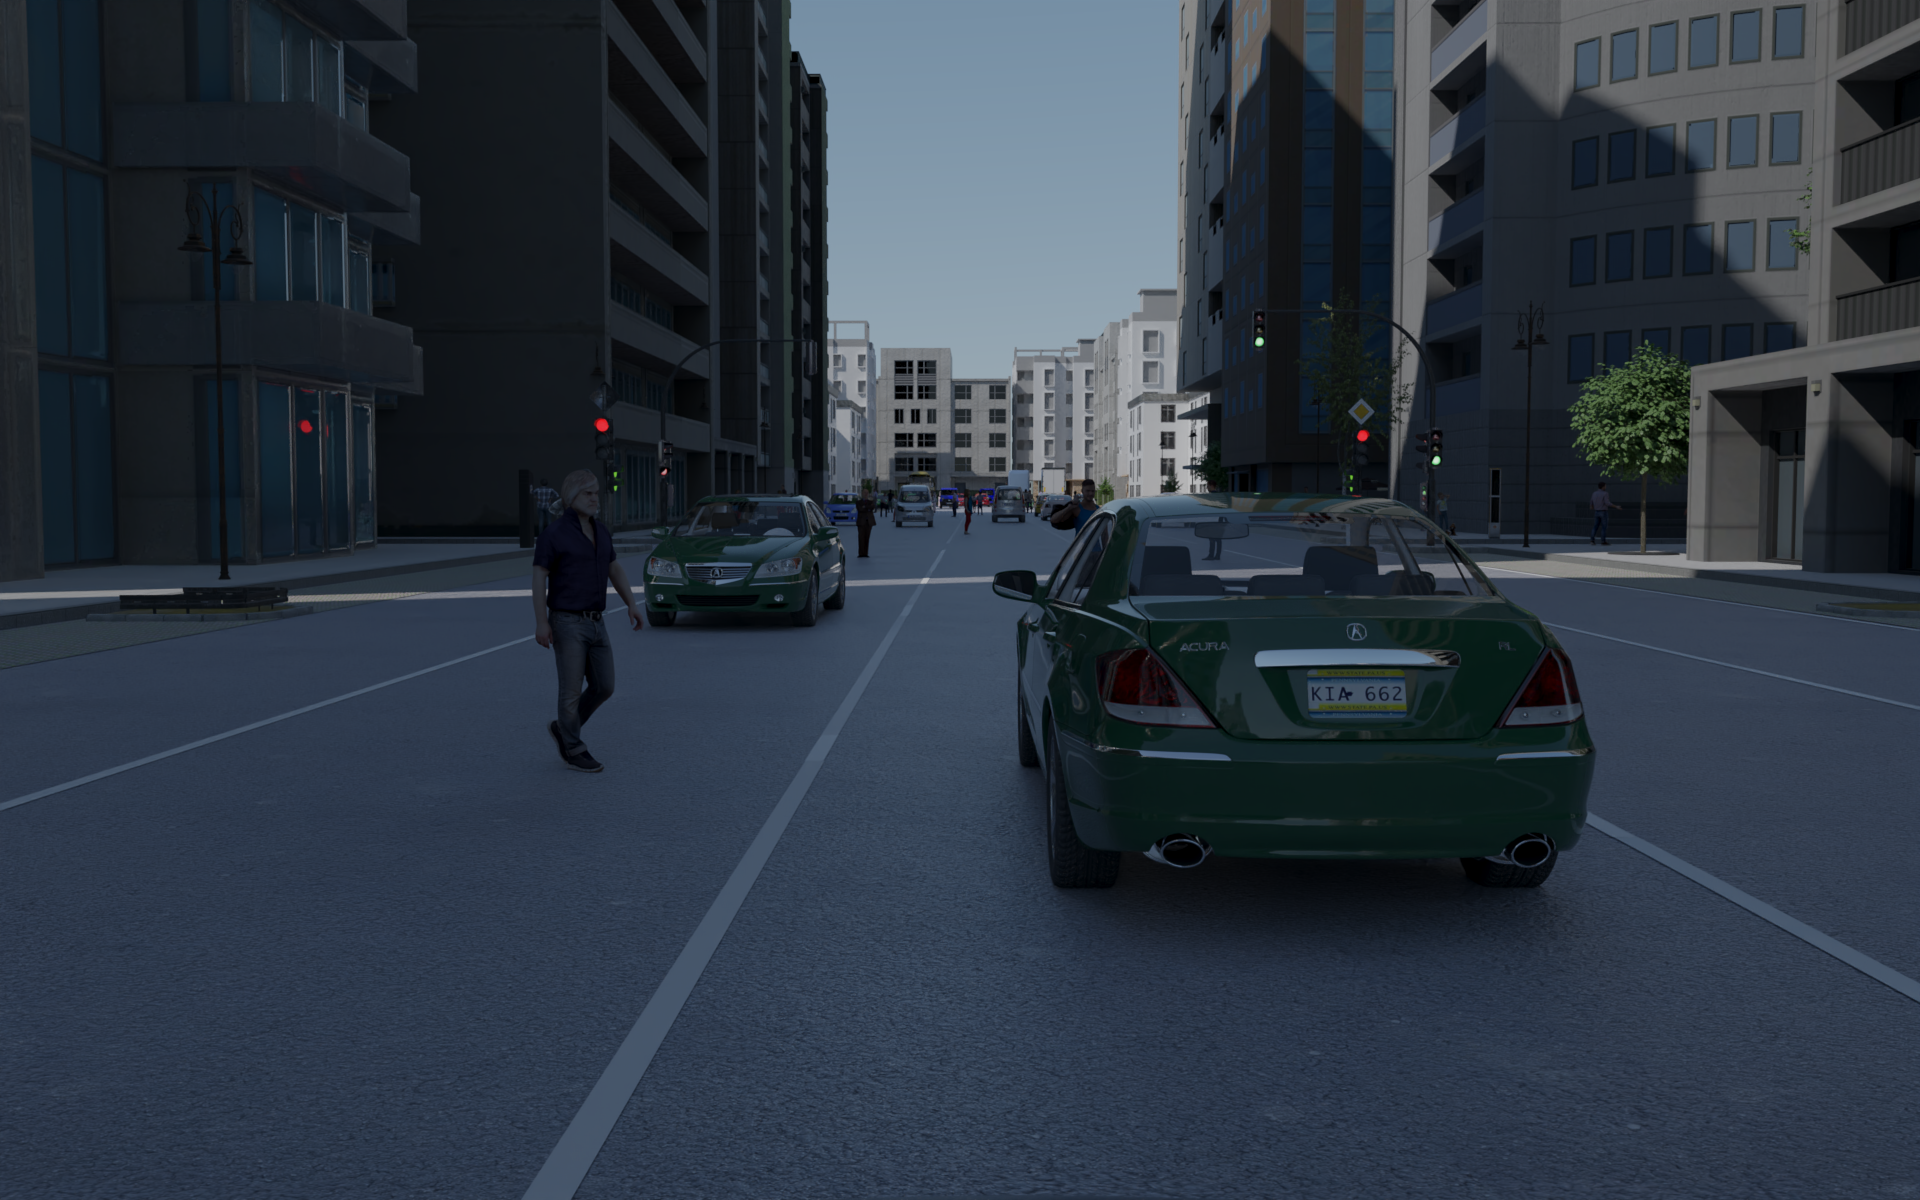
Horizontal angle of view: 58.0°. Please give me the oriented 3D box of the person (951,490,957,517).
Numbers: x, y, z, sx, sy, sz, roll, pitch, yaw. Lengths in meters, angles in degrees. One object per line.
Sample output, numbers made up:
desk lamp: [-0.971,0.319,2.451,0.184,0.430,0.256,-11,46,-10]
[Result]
person: [-0.397,-6.086,108.944,0.436,1.711,0.756,1,4,12]

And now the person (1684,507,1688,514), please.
person: [16.977,-2.059,39.855,0.789,1.805,0.875,0,4,5]

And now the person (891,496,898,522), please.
person: [-3.315,-4.696,89.194,0.340,1.345,0.435,2,4,34]

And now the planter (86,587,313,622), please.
planter: [-8.758,0.052,20.291,1.991,0.319,1.994,0,4,1]

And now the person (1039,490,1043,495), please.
person: [8.029,-10.092,173.371,0.709,1.838,0.599,-2,4,-29]

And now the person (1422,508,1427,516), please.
person: [16.167,-3.081,59.651,0.776,1.435,0.726,2,4,33]

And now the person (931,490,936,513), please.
person: [-2.046,-7.546,132.544,0.551,1.740,0.621,2,4,35]

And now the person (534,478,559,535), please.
person: [-12.084,-2.667,50.368,0.841,1.734,0.376,0,4,-6]

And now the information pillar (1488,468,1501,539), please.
information pillar: [15.374,-2.771,49.801,0.304,2.012,0.304,1,4,10]

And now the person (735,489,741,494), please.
person: [-8.971,-3.637,69.670,0.593,1.614,0.444,0,4,-6]

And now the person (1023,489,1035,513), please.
person: [4.997,-7.481,130.819,1.348,1.824,0.705,2,4,30]

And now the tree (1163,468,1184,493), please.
tree: [15.753,-8.155,127.932,1.663,3.219,1.824,0,3,0]

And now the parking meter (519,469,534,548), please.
parking meter: [-10.320,-2.173,41.235,0.255,1.863,0.399,0,4,4]

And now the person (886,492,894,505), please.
person: [-5.443,-7.703,135.168,1.217,1.743,0.721,-1,4,-9]

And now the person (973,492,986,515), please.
person: [1.367,-6.522,117.088,0.963,1.587,0.435,-1,4,-14]

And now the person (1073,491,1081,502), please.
person: [7.701,-6.370,114.112,0.566,1.644,0.517,-1,4,-22]

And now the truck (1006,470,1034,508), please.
truck: [6.596,-12.201,189.239,2.967,4.110,18.799,0,4,1]

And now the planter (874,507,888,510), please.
planter: [-7.328,-8.060,152.916,1.991,0.319,1.994,0,4,1]

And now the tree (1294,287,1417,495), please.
tree: [14.136,-6.860,62.522,4.737,8.622,4.395,0,3,0]

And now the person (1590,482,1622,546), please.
person: [15.967,-2.146,43.082,0.435,1.587,0.963,-2,4,-35]

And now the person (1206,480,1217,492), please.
person: [5.455,-1.737,37.601,0.504,1.737,0.576,2,4,35]

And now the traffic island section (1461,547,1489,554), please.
traffic island section: [11.668,-1.262,42.917,2.009,0.180,2.903,0,4,1]

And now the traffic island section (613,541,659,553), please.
traffic island section: [-8.832,-1.276,43.141,2.009,0.180,2.903,0,4,1]

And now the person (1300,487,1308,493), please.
person: [14.540,-3.993,73.202,0.647,1.594,0.662,2,4,28]

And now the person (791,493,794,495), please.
person: [-9.854,-5.521,100.218,0.435,1.345,0.340,-3,4,-37]

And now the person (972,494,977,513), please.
person: [1.044,-7.253,130.274,0.628,1.438,0.799,-2,4,-25]

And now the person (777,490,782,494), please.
person: [-8.687,-4.527,84.214,0.444,1.614,0.593,-2,4,-35]

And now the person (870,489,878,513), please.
person: [-6.577,-7.543,131.690,0.599,1.838,0.709,-1,4,-18]

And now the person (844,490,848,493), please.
person: [-9.440,-8.288,143.023,0.415,1.643,0.593,1,4,20]

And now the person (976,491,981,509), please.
person: [1.813,-9.826,169.832,0.721,1.739,1.217,3,5,42]

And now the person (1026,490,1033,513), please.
person: [5.175,-7.369,129.521,0.617,1.759,0.750,0,4,-7]

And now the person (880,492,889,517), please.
person: [-4.670,-5.902,107.203,0.614,1.554,0.590,-2,4,-32]

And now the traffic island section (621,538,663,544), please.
traffic island section: [-8.746,-1.764,51.126,2.009,0.180,2.903,0,4,1]

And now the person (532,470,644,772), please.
person: [-1.957,0.102,9.036,0.569,1.553,0.471,-1,4,-20]

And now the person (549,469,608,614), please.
person: [-4.508,-0.701,20.690,0.841,1.734,0.376,3,5,40]

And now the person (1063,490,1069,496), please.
person: [8.338,-7.804,136.777,1.217,1.739,0.721,1,4,9]

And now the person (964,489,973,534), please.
person: [0.303,-3.150,61.713,0.444,1.614,0.593,2,4,31]

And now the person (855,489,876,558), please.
person: [-2.117,-1.732,39.085,0.482,1.546,0.388,-1,4,-12]

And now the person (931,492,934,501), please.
person: [-2.110,-6.944,123.732,0.444,1.614,0.593,0,4,-6]

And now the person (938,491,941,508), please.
person: [-2.042,-10.588,182.289,0.551,1.740,0.621,2,4,31]

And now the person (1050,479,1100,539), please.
person: [1.324,-0.511,18.722,0.647,1.594,0.662,-2,4,-26]

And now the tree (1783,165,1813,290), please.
tree: [22.076,-6.829,37.416,9.928,11.665,9.643,0,3,0]

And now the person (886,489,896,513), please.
person: [-5.298,-7.531,131.643,1.348,1.822,0.705,-1,4,-14]

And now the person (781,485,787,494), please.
person: [-9.879,-5.531,96.599,0.434,1.807,0.598,-1,4,-11]

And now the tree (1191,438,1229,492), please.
tree: [14.537,-6.836,95.474,4.285,4.588,4.351,0,3,0]

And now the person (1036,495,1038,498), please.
person: [5.424,-6.719,122.272,0.340,1.345,0.435,0,4,5]

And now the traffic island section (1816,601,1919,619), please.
traffic island section: [11.427,0.131,20.718,1.991,0.108,1.994,0,4,1]

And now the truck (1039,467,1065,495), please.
truck: [10.021,-12.132,187.266,2.839,4.237,11.283,0,4,2]

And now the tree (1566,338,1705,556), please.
tree: [14.624,-3.241,36.711,4.285,4.588,4.351,0,3,0]

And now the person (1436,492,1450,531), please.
person: [16.197,-2.936,57.951,0.435,1.345,0.340,0,4,-6]
